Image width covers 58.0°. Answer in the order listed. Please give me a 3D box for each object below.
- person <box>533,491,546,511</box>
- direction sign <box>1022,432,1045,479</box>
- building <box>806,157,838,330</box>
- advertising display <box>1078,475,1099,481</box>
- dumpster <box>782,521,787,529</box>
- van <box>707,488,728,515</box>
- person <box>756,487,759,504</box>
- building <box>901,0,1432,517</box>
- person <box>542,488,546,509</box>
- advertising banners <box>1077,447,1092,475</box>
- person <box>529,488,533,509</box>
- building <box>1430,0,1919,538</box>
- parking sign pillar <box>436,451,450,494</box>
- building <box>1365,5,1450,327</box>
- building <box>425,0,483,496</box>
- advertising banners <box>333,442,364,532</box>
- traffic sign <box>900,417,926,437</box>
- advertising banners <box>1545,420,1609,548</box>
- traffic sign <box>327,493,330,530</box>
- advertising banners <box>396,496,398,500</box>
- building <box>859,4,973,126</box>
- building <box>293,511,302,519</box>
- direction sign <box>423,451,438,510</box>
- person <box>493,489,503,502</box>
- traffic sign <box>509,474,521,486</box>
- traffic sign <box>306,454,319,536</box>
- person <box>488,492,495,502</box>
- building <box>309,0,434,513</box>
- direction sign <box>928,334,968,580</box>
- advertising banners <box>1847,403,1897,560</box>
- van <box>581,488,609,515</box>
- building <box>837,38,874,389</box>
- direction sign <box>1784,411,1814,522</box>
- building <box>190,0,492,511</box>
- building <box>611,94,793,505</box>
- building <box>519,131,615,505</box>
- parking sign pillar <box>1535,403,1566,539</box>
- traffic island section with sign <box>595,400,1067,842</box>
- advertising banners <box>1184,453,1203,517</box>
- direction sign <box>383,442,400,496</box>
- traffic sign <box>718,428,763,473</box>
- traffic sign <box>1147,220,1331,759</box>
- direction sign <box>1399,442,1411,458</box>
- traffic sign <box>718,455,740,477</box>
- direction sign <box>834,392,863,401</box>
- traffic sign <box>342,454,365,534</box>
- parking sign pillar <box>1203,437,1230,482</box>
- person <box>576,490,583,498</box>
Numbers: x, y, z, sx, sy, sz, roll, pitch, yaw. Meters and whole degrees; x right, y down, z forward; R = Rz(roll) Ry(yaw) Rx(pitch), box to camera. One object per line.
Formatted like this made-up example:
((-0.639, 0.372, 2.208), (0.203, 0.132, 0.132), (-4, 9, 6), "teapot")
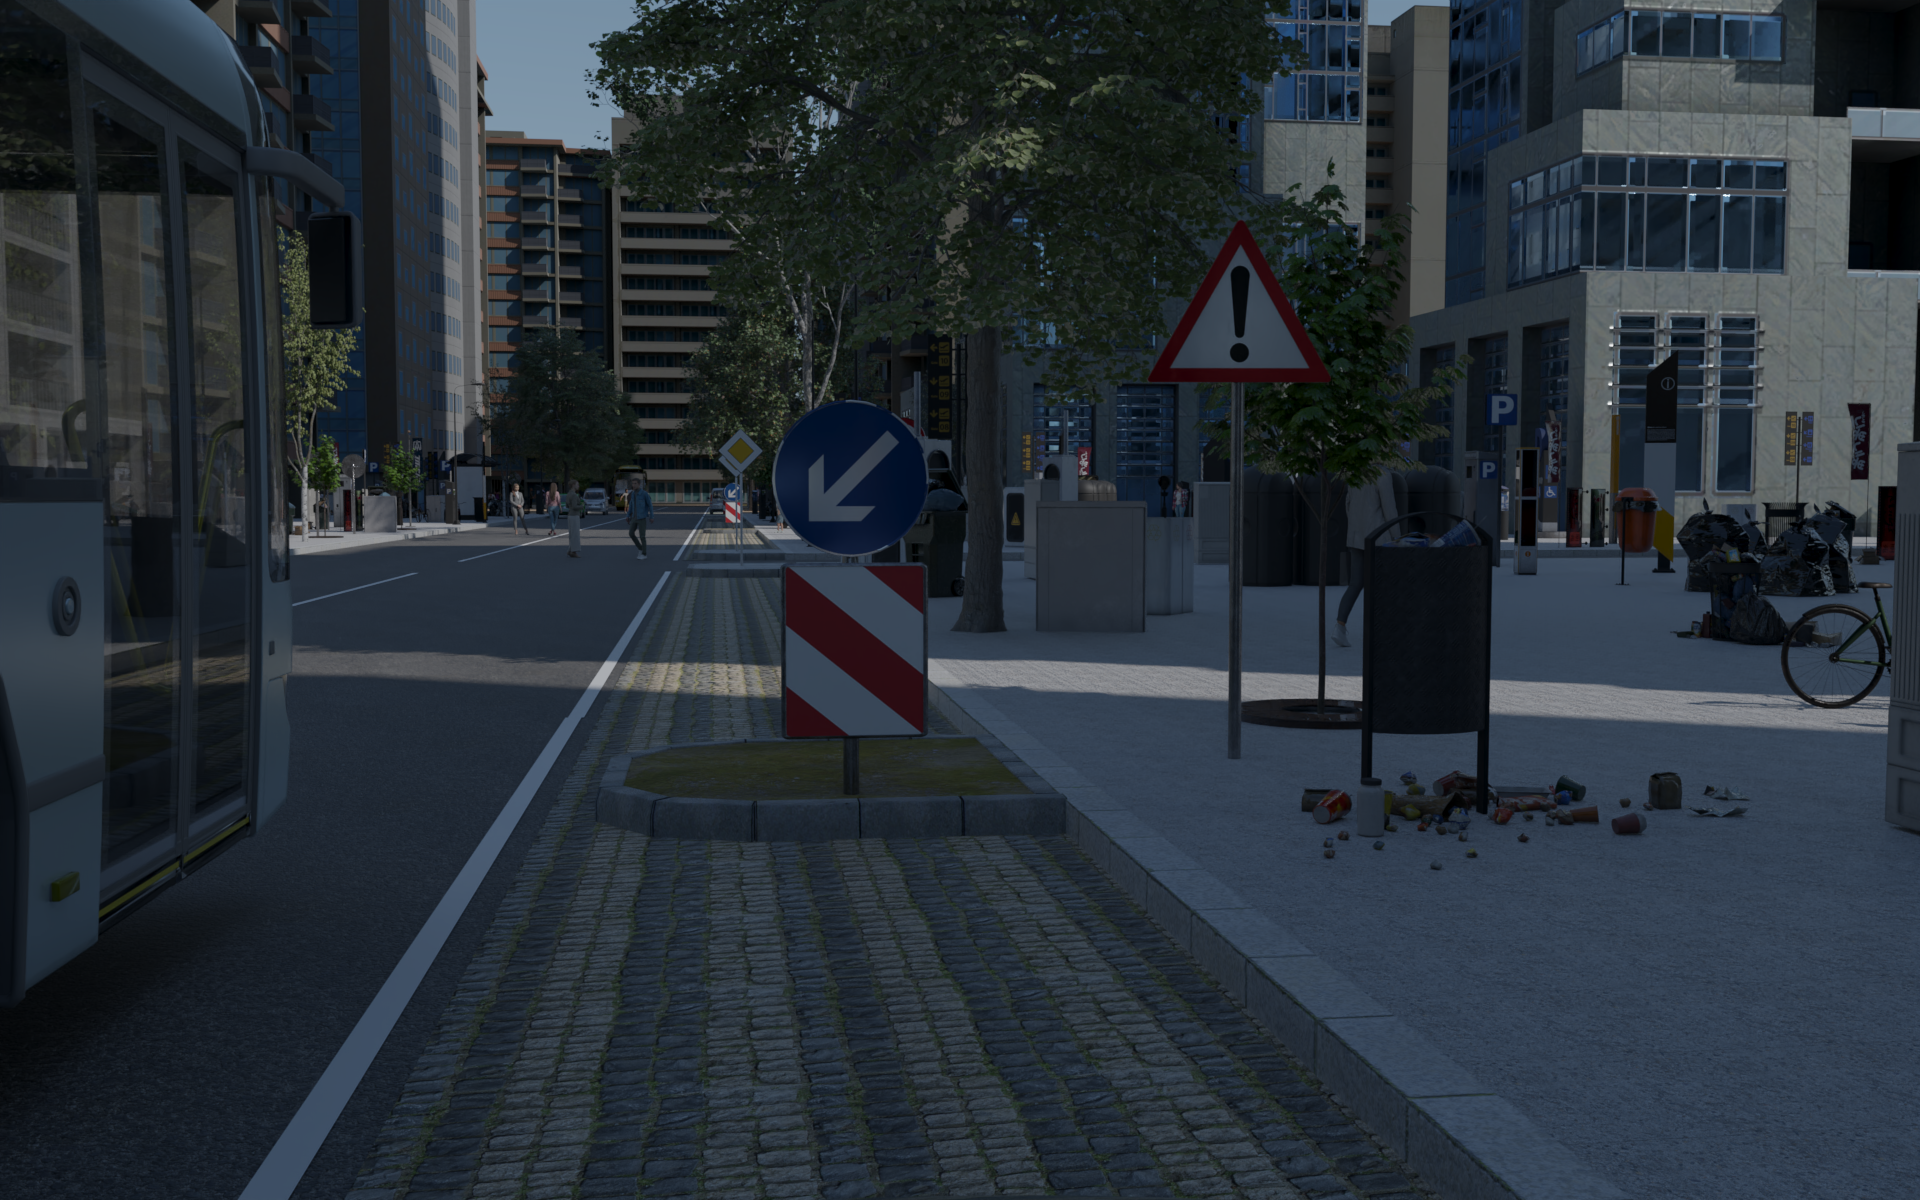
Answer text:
((-31.574, -7.617, 130.598), (1.348, 1.822, 0.705), (0, 4, 5), "person")
((2.680, -4.356, 63.213), (0.876, 3.537, 0.379), (-1, 4, -14), "direction sign")
((-6.694, -34.503, 218.746), (28.867, 44.769, 22.147), (0, 4, -8), "building")
((4.159, -3.234, 58.088), (0.974, 1.923, 0.123), (0, 4, 7), "advertising display")
((-6.056, -3.605, 64.692), (1.264, 1.857, 1.865), (0, 4, -8), "dumpster")
((-16.737, -7.004, 121.523), (2.013, 2.044, 4.112), (0, 4, -8), "van")
((-15.695, -7.805, 133.524), (0.599, 1.838, 0.709), (2, 4, 35), "person")
((9.386, -47.869, 95.324), (22.319, 86.520, 31.000), (0, 4, -8), "building")
((-35.563, -8.698, 148.115), (0.709, 1.838, 0.599), (3, 4, 36), "person")
((3.832, -4.152, 64.067), (2.074, 3.025, 0.090), (0, 4, -1), "advertising banners")
((-38.010, -9.018, 153.625), (0.705, 1.807, 1.348), (-1, 4, -21), "person")
((31.956, -45.778, 61.134), (31.000, 86.520, 22.319), (0, 4, -8), "building")
((-32.567, -7.379, 109.115), (1.447, 3.967, 1.447), (-3, 4, -37), "parking sign pillar")
((40.608, -33.853, 177.204), (21.600, 48.544, 21.300), (0, 4, -8), "building")
((-50.526, -36.334, 136.059), (21.231, 58.520, 28.212), (0, 4, -8), "building")
((-20.885, -3.845, 59.056), (0.090, 3.025, 2.074), (1, 4, 10), "advertising banners")
((-0.949, -1.756, 28.821), (0.768, 2.556, 0.104), (0, 4, 0), "traffic sign")
((14.764, -2.772, 41.503), (2.074, 3.025, 0.090), (-2, 4, -26), "advertising banners")
((-22.458, -3.634, 61.552), (0.606, 2.300, 0.079), (0, 4, -4), "traffic sign")
((-34.904, -6.835, 107.939), (0.090, 3.025, 2.074), (-2, 4, -29), "advertising banners")
((3.220, -29.685, 139.973), (22.147, 44.769, 28.867), (0, 4, -8), "building")
((-43.519, -26.271, 84.160), (22.147, 44.769, 28.867), (0, 4, -8), "building")
((-28.018, -6.124, 92.117), (0.876, 3.537, 0.379), (3, 5, 39), "direction sign")
((-41.054, -8.982, 153.583), (1.217, 1.739, 0.721), (-1, 4, -19), "person")
((-27.234, -6.475, 105.975), (0.768, 2.556, 0.104), (0, 4, -1), "traffic sign")
((-19.612, -3.224, 52.821), (0.768, 2.556, 0.104), (0, 4, -7), "traffic sign")
((-33.963, -7.107, 125.424), (0.628, 1.438, 0.799), (-3, 4, -39), "person")
((-43.776, -28.477, 115.708), (14.600, 45.320, 14.200), (0, 4, -8), "building")
((-0.017, -1.990, 24.539), (0.876, 3.537, 0.379), (0, 4, 7), "direction sign")
((17.973, -2.278, 33.428), (2.074, 3.025, 0.090), (-1, 4, -12), "advertising banners")
((-25.018, -6.829, 118.668), (2.013, 2.044, 4.112), (-1, 4, -8), "van")
((-1.297, -38.268, 167.686), (21.231, 58.520, 28.212), (0, 4, -8), "building")
((23.015, -3.399, 47.565), (0.876, 3.537, 0.379), (-1, 4, -13), "direction sign")
((-57.958, -31.147, 163.874), (28.867, 44.769, 22.147), (0, 4, -8), "building")
((-31.582, -36.129, 214.408), (21.600, 48.544, 21.300), (0, 4, -8), "building")
((-56.623, -34.053, 211.393), (28.867, 44.769, 22.147), (0, 4, -8), "building")
((17.139, -3.798, 50.576), (1.447, 3.967, 1.447), (1, 4, 9), "parking sign pillar")
((-0.665, 0.035, 8.063), (1.989, 1.847, 2.006), (0, 4, -8), "traffic island section with sign")
((9.974, -4.741, 73.696), (0.090, 3.025, 2.074), (3, 5, 40), "advertising banners")
((-24.566, -5.075, 74.980), (0.876, 3.537, 0.379), (1, 4, 21), "direction sign")
((-3.868, -1.748, 30.764), (0.795, 2.593, 0.064), (0, 4, -8), "traffic sign")
((1.330, -0.509, 8.327), (0.884, 2.594, 0.081), (0, 4, -4), "traffic sign")
((11.933, -3.395, 47.511), (0.876, 3.537, 0.379), (-1, 4, -11), "direction sign")
((-4.975, -2.231, 38.672), (0.795, 2.593, 0.064), (0, 4, -8), "traffic sign")
((-2.484, -2.856, 38.690), (0.876, 3.537, 0.379), (3, 5, 42), "direction sign")
((-19.346, -3.373, 55.248), (0.768, 2.556, 0.104), (0, 4, 0), "traffic sign")
((10.072, -4.847, 67.713), (1.447, 3.967, 1.447), (-2, 4, -31), "parking sign pillar")
((-36.924, -9.844, 167.713), (0.721, 1.735, 1.217), (2, 4, 27), "person")
